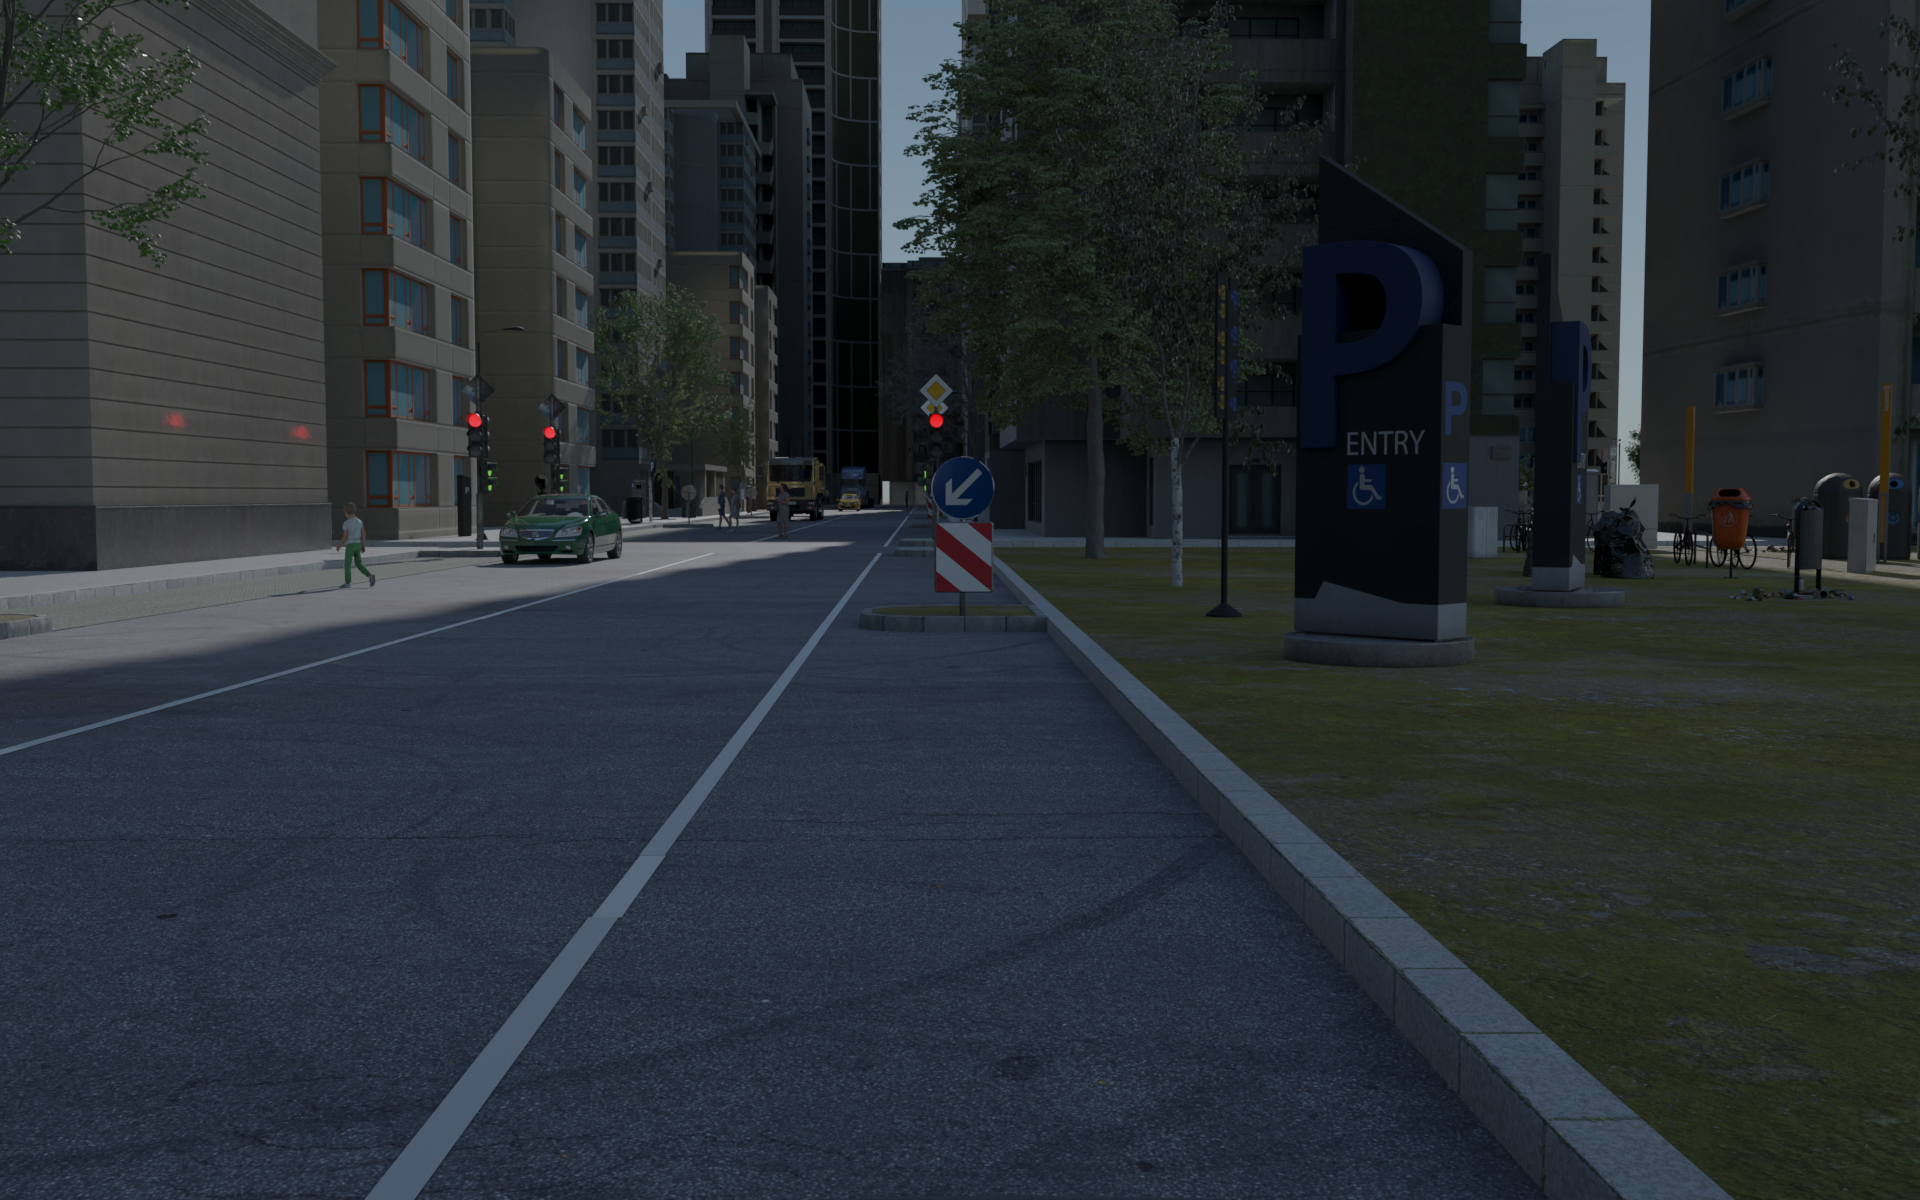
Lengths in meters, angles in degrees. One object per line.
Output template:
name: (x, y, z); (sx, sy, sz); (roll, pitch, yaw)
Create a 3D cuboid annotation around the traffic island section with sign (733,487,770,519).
traffic island section with sign: (-12.124, -5.646, 100.939); (1.989, 1.847, 2.006); (0, 4, -1)

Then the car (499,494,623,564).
car: (-8.496, -1.552, 37.168); (2.131, 1.459, 4.920); (0, 4, 1)

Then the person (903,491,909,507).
person: (-5.752, -10.753, 185.001); (0.721, 1.739, 1.217); (-2, 4, -30)

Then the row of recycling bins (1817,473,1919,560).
row of recycling bins: (18.629, -1.634, 33.835); (3.534, 1.692, 1.069); (1, 4, 20)

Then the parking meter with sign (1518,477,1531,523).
parking meter with sign: (25.092, -4.978, 77.646); (0.543, 3.016, 1.738); (0, 4, -5)

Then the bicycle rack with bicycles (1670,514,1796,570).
bicycle rack with bicycles: (13.842, -1.041, 30.403); (2.852, 0.926, 2.925); (1, 4, 18)

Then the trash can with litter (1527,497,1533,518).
trash can with litter: (26.801, -4.298, 81.660); (0.624, 1.170, 1.055); (0, 4, -1)

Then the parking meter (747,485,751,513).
parking meter: (-14.305, -6.823, 117.272); (0.255, 1.863, 0.399); (0, 4, -8)

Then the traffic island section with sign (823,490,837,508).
traffic island section with sign: (-13.684, -10.358, 177.986); (1.989, 1.847, 2.006); (0, 4, -1)

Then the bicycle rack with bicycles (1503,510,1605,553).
bicycle rack with bicycles: (13.068, -1.522, 38.267); (2.925, 0.926, 2.852); (-3, 5, -44)

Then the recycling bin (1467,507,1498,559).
recycling bin: (10.236, -1.349, 34.618); (0.722, 1.027, 0.722); (-2, 4, -33)

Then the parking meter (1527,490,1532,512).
parking meter: (28.889, -4.875, 88.111); (0.372, 1.533, 0.369); (0, 3, 0)

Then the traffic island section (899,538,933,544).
traffic island section: (-0.694, -1.612, 48.632); (2.009, 0.180, 2.903); (0, 4, -1)

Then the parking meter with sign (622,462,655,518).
parking meter with sign: (-17.161, -5.881, 92.416); (1.738, 3.016, 0.543); (-2, 4, -30)

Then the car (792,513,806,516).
car: (-10.130, -6.081, 111.223); (2.131, 1.459, 4.920); (0, 4, -1)

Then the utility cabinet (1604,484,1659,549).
utility cabinet: (15.418, -1.906, 39.834); (1.173, 1.500, 0.318); (0, 4, -7)

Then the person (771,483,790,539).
person: (-5.788, -2.854, 55.523); (0.532, 1.782, 0.716); (-3, 5, -40)

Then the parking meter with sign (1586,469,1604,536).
parking meter with sign: (19.170, -3.471, 53.012); (1.738, 3.016, 0.543); (0, 4, 3)

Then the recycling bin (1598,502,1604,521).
recycling bin: (21.669, -2.787, 58.114); (0.722, 1.027, 0.722); (0, 4, 5)

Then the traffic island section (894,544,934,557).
traffic island section: (-0.532, -1.123, 40.649); (2.009, 0.180, 2.903); (0, 4, -1)

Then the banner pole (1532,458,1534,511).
banner pole: (40.212, -8.024, 121.202); (0.401, 3.779, 0.863); (3, 5, 44)

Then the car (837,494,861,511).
car: (-9.190, -8.176, 143.896); (2.015, 1.641, 3.980); (0, 4, -1)

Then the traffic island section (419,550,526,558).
traffic island section: (-11.222, -1.111, 40.438); (2.009, 0.180, 2.903); (0, 4, -1)

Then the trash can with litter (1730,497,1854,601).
trash can with litter: (10.233, -0.640, 21.525); (2.233, 1.210, 1.678); (-2, 4, -35)

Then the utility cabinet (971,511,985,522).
utility cabinet: (0.982, -4.282, 81.171); (1.020, 1.237, 0.306); (3, 5, 41)

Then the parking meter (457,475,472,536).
parking meter: (-15.028, -2.863, 52.527); (0.255, 1.863, 0.399); (2, 4, 26)

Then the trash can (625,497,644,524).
trash can: (-14.023, -3.865, 74.848); (0.748, 1.137, 0.748); (0, 3, 0)

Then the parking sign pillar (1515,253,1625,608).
parking sign pillar: (6.957, -1.929, 20.015); (1.447, 3.967, 1.447); (2, 4, 27)

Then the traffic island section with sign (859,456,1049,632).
traffic island section with sign: (-0.089, -0.629, 18.907); (1.989, 1.847, 2.006); (0, 4, -1)

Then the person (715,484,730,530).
person: (-9.456, -3.708, 69.142); (0.654, 1.822, 0.581); (0, 4, 8)

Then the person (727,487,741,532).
person: (-8.462, -3.401, 65.118); (0.522, 1.701, 0.512); (1, 4, 19)

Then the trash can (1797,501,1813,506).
trash can: (17.888, -1.500, 36.183); (0.748, 1.137, 0.748); (0, 3, 0)

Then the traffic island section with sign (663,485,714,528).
traffic island section with sign: (-11.577, -3.998, 73.989); (1.989, 1.847, 2.006); (0, 4, -1)

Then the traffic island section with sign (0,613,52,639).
traffic island section with sign: (-10.433, -0.543, 17.503); (1.989, 1.847, 2.006); (0, 4, -1)

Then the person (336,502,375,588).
person: (-9.252, -0.842, 26.507); (0.590, 1.304, 0.306); (1, 4, 11)

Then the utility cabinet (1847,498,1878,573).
utility cabinet: (14.881, -1.063, 28.539); (0.306, 1.237, 1.020); (3, 4, 36)

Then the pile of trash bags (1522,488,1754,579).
pile of trash bags: (10.421, -1.047, 26.878); (3.447, 1.369, 1.912); (2, 4, 31)

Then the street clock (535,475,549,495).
street clock: (-15.566, -3.668, 64.537); (0.471, 2.002, 0.358); (-2, 4, -32)

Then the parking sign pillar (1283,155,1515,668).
parking sign pillar: (3.255, -1.523, 13.380); (1.447, 3.967, 1.447); (-3, 5, -44)
